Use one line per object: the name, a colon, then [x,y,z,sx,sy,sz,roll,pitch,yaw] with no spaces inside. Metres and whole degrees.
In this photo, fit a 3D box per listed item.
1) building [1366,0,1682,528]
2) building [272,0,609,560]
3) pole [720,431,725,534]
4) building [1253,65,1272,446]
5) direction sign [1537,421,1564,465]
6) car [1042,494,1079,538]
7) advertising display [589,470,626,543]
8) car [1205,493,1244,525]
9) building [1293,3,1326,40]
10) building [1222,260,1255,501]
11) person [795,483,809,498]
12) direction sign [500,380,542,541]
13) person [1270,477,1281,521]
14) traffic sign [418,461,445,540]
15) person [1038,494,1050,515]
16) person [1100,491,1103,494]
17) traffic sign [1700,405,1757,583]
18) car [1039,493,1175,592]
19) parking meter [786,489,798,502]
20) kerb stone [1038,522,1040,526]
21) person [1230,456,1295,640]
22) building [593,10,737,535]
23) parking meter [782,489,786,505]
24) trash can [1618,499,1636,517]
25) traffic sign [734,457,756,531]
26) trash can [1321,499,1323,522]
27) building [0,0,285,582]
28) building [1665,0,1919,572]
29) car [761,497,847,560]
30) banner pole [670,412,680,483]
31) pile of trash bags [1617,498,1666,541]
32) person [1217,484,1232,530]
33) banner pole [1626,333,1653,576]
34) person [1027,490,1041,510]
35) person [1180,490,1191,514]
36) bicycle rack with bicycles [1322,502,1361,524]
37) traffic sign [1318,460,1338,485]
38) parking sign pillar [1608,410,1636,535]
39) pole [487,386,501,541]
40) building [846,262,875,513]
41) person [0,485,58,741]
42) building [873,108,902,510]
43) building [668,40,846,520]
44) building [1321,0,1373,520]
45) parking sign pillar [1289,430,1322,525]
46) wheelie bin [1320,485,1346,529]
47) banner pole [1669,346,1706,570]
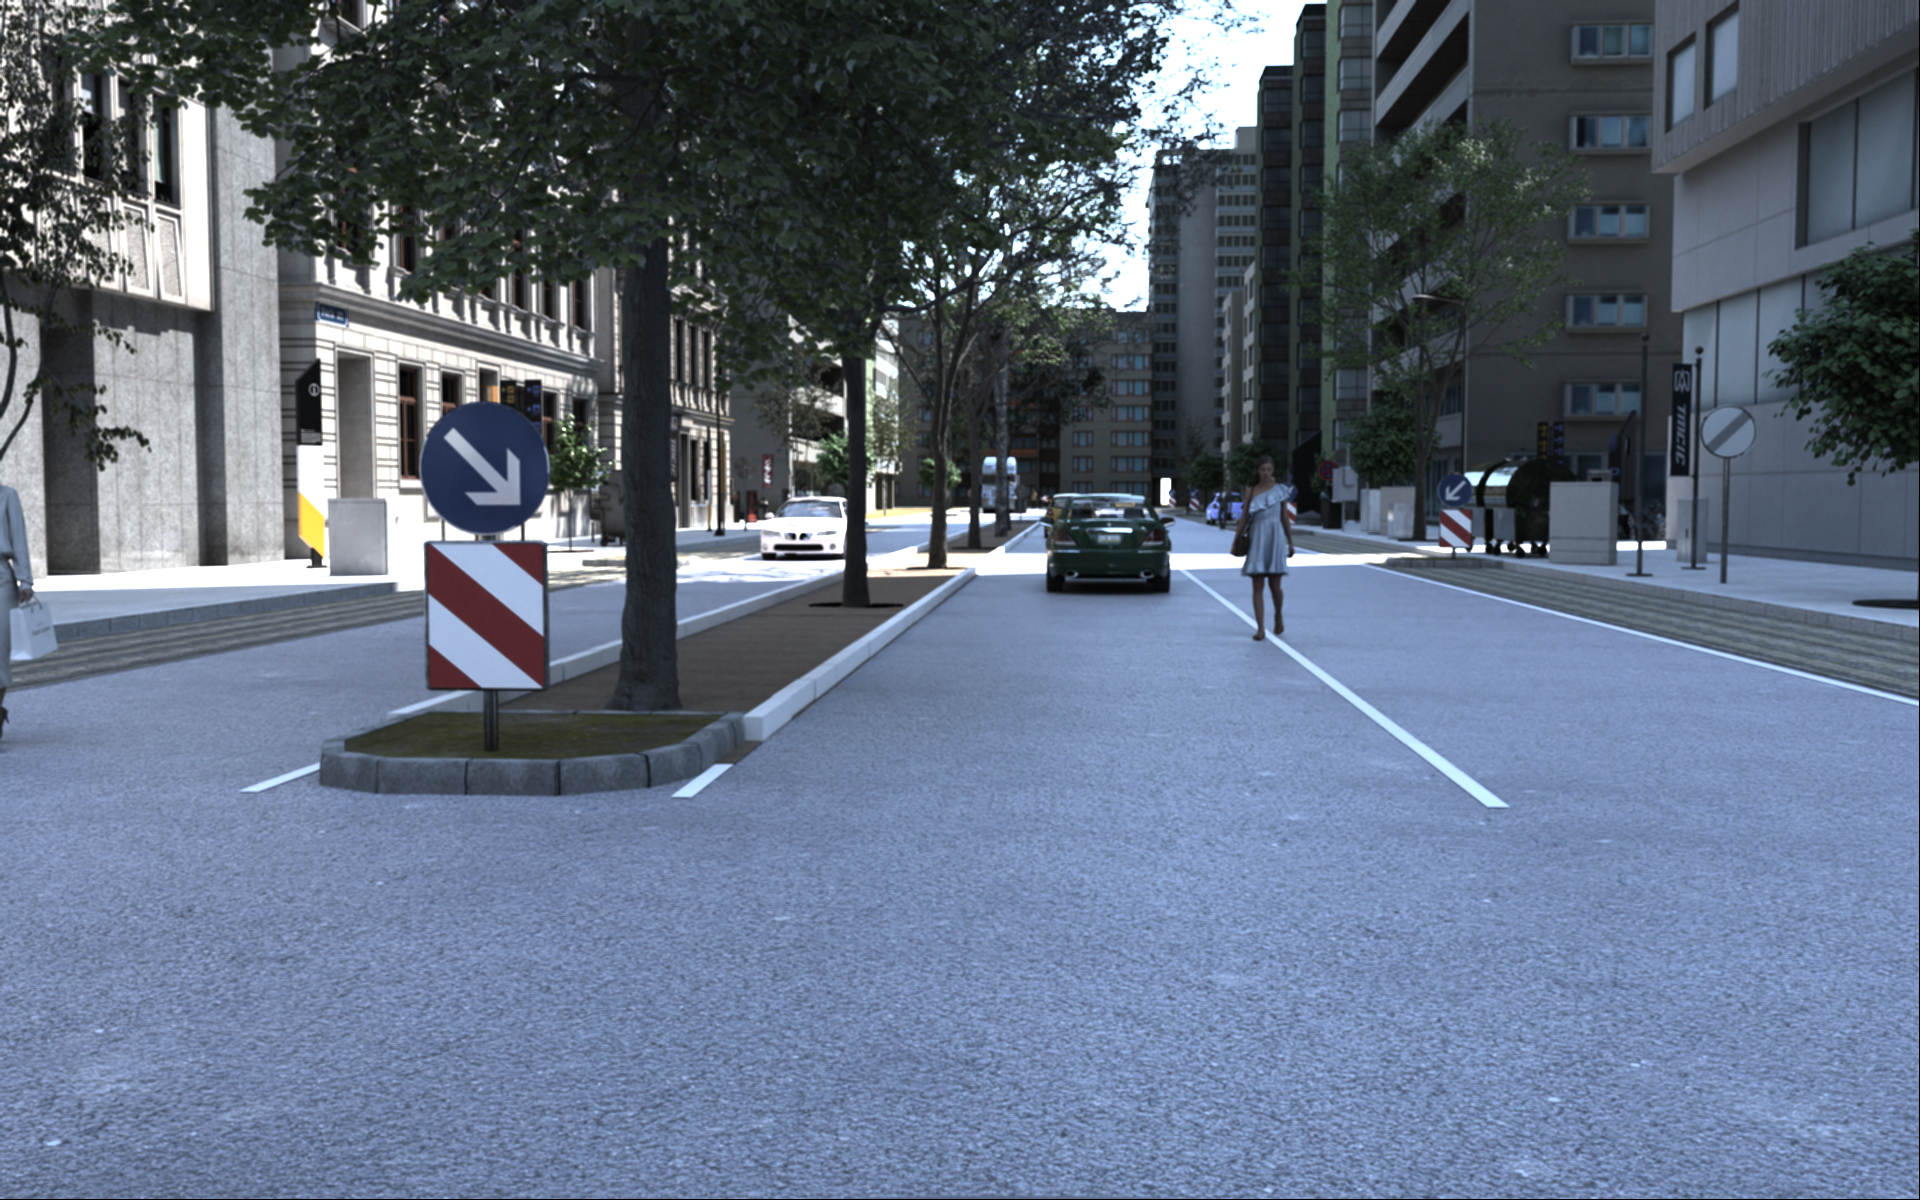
building: [28.836,-27.184,68.168,21.300,48.544,21.600,0,4,4]
building: [-16.798,-12.664,43.208,11.583,22.565,21.152,0,4,4]
pole: [-7.706,-3.801,55.992,0.158,3.312,0.155,0,3,0]
building: [27.265,-21.299,119.944,14.160,30.474,14.107,0,4,4]
direction sign: [18.459,-3.805,54.202,0.379,3.537,0.876,-3,5,-44]
car: [3.706,-2.901,57.663,2.015,1.641,3.980,0,4,5]
advertising display: [-9.302,-2.482,45.788,0.974,1.923,0.123,0,4,3]
car: [12.449,-4.364,80.936,1.945,1.707,3.694,0,4,3]
building: [27.021,-20.429,105.717,14.160,30.474,14.107,0,4,4]
building: [36.464,-18.107,141.094,27.650,21.520,28.899,0,4,4]
person: [-5.271,-3.011,58.006,0.850,1.792,0.678,3,4,38]
direction sign: [-8.705,-2.594,34.414,0.876,3.537,0.379,1,4,11]
person: [7.135,-1.907,39.704,0.581,1.822,0.654,2,4,24]
traffic sign: [-8.869,-1.815,29.686,0.884,2.594,0.081,1,4,9]
person: [5.839,-6.637,120.198,0.799,1.438,0.628,-2,4,-33]
person: [12.623,-8.966,155.915,0.721,1.723,1.217,-1,4,-22]
traffic sign: [10.989,-1.513,24.851,0.768,2.556,0.104,1,4,10]
car: [2.274,-0.915,26.754,2.131,1.459,4.920,0,4,4]
parking meter: [-7.569,-4.323,79.098,0.372,1.533,0.369,0,3,0]
kerb stone: [3.187,-3.102,72.917,0.120,0.150,1.000,0,4,4]
person: [3.019,-0.530,17.258,0.616,1.811,0.778,1,4,22]
building: [-14.823,-12.158,63.406,10.561,19.102,19.286,0,4,4]
parking meter: [-8.210,-4.483,81.701,0.372,1.533,0.369,0,3,0]
trash can: [19.384,-2.388,50.701,0.748,1.137,0.748,0,3,0]
traffic sign: [-7.371,-3.629,59.433,0.768,2.556,0.104,0,4,8]
trash can: [16.427,-4.081,78.370,0.748,1.137,0.748,0,3,0]
building: [-19.496,-12.514,22.627,12.078,24.808,19.932,0,4,4]
building: [27.861,-26.621,24.486,27.495,52.752,28.713,0,4,4]
car: [-3.295,-1.647,39.293,2.083,1.381,4.827,0,4,4]
banner pole: [-7.785,-3.457,46.542,0.401,3.779,0.863,-3,5,-43]
pile of trash bags: [18.413,-2.386,48.766,1.912,1.369,3.447,-3,5,-41]
person: [10.624,-3.737,69.567,0.622,1.834,0.822,1,4,19]
banner pole: [10.734,-2.277,27.246,0.401,3.779,0.863,1,4,22]
person: [6.789,-9.195,158.926,1.348,1.812,0.705,0,4,-1]
person: [15.346,-6.565,116.560,1.217,1.735,0.721,-2,4,-27]
bicycle rack with bicycles: [16.772,-3.833,76.045,2.852,0.926,2.925,0,4,1]
traffic sign: [13.913,-4.002,65.534,0.768,2.556,0.104,0,4,6]
parking sign pillar: [21.094,-4.082,55.219,1.447,3.967,1.447,3,5,40]
pole: [-8.823,-2.383,32.800,0.158,3.312,0.155,0,3,0]
building: [-13.433,-26.343,114.302,14.154,41.232,14.086,0,4,4]
person: [-5.443,-0.054,9.734,0.694,1.780,0.624,0,4,5]
building: [-17.303,-27.613,143.350,23.993,40.220,32.217,0,4,4]
building: [-18.388,-28.894,96.116,21.300,48.544,21.600,0,4,4]
building: [26.114,-24.932,91.226,14.154,41.232,14.086,0,4,4]
parking sign pillar: [14.490,-5.155,72.763,1.447,3.967,1.447,-1,4,-14]
wheelie bin: [13.630,-3.400,63.490,0.980,1.594,0.693,-1,4,-17]
banner pole: [12.329,-2.407,29.375,0.863,3.779,0.401,-2,4,-27]
